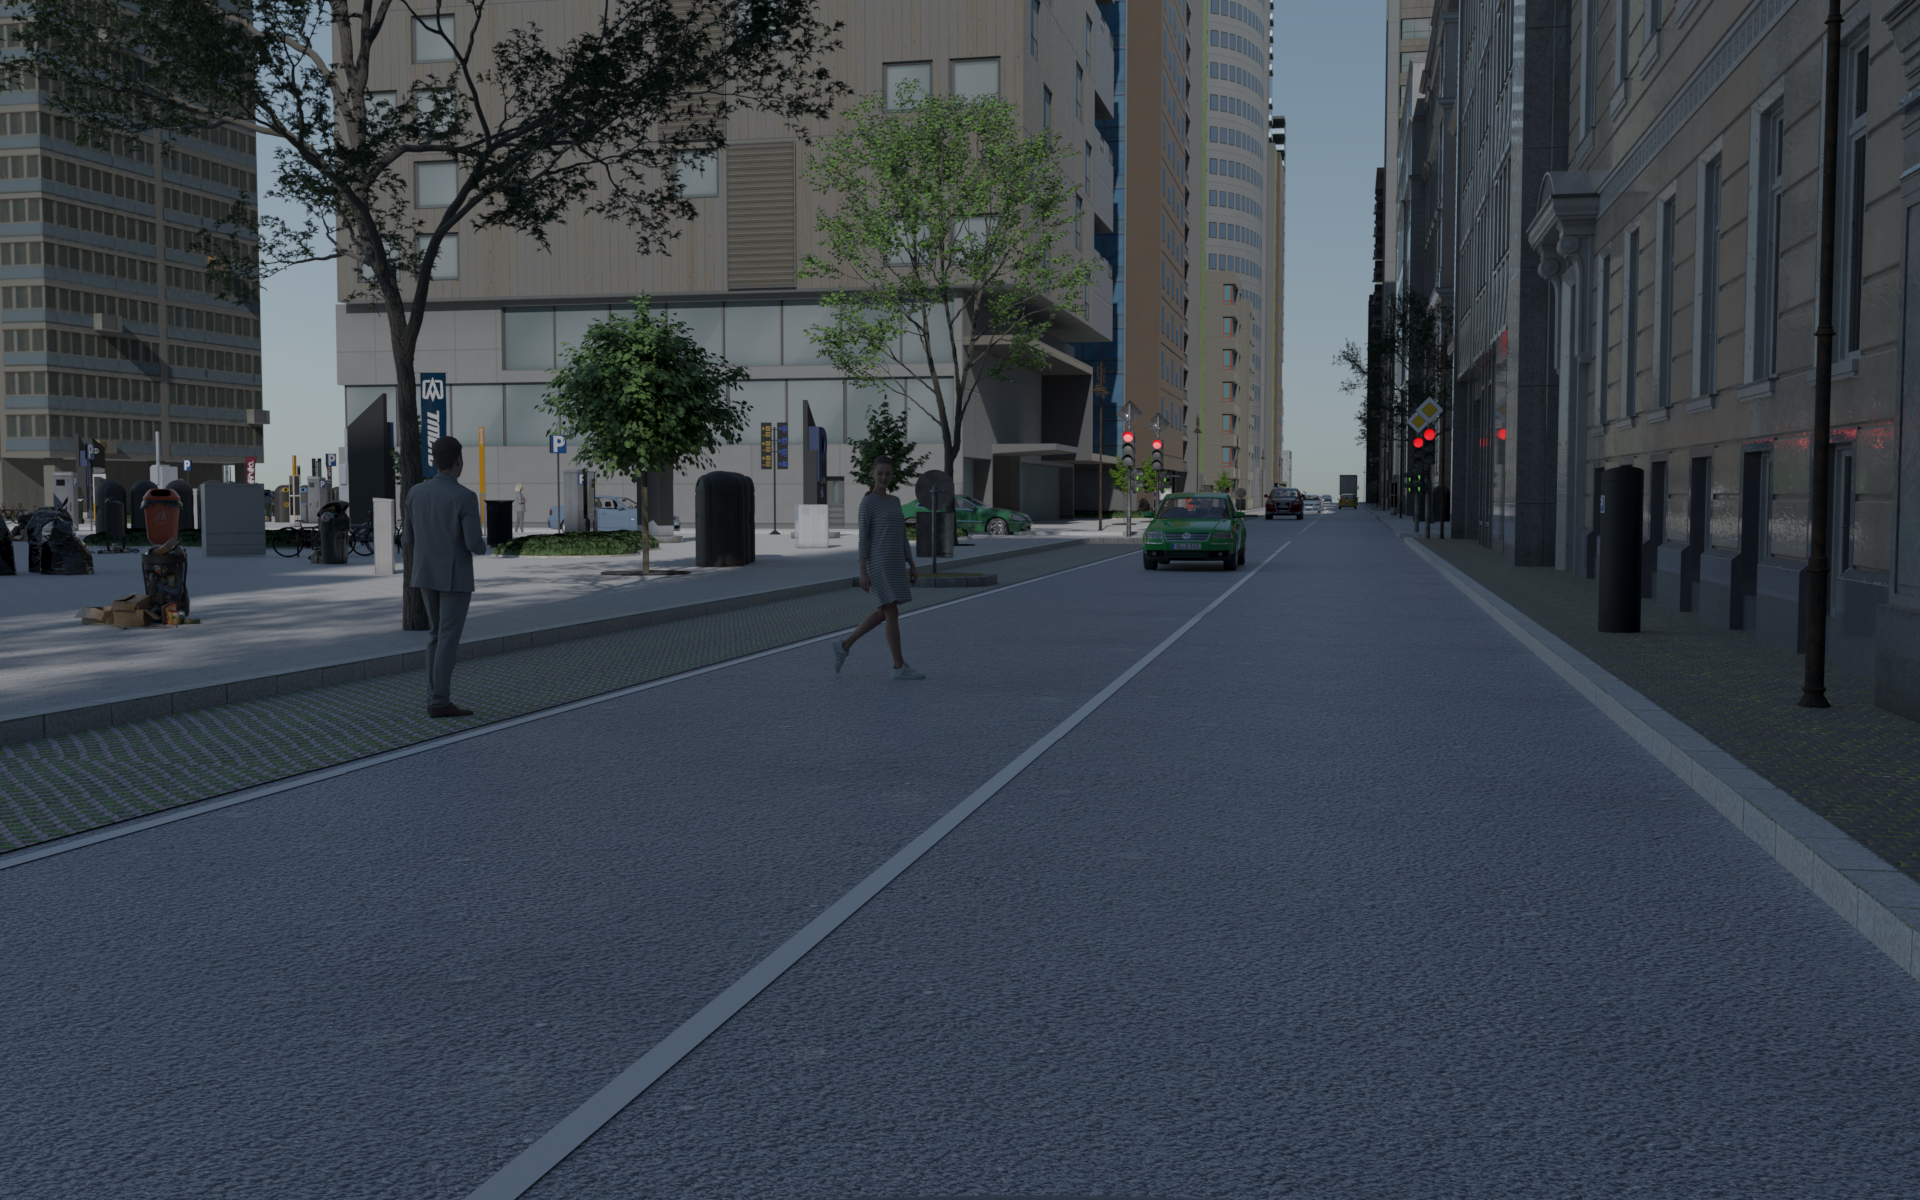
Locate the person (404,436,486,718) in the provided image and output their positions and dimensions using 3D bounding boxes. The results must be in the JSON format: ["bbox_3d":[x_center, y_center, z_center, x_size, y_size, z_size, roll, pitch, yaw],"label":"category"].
[{"bbox_3d":[-3.256,-0.152,11.178,0.606,1.804,0.583,1,4,20],"label":"person"}]

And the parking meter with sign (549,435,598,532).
[{"bbox_3d":[-11.182,-3.308,50.353,1.738,3.016,0.543,3,5,42],"label":"parking meter with sign"}]

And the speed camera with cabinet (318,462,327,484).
[{"bbox_3d":[-39.242,-6.820,105.844,0.660,3.252,2.038,0,4,5],"label":"speed camera with cabinet"}]

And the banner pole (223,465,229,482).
[{"bbox_3d":[-53.323,-8.305,125.800,0.863,3.779,0.401,3,4,37],"label":"banner pole"}]

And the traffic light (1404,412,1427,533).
[{"bbox_3d":[15.225,-4.206,57.688,0.839,4.253,0.868,1,4,13],"label":"traffic light"}]

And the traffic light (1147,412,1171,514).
[{"bbox_3d":[6.817,-4.320,59.548,0.839,4.253,0.868,1,4,13],"label":"traffic light"}]

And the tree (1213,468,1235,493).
[{"bbox_3d":[19.369,-8.112,127.226,1.663,3.219,1.824,0,3,0],"label":"tree"}]

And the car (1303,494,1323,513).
[{"bbox_3d":[26.360,-7.255,130.629,2.014,1.417,4.499,1,4,13],"label":"car"}]

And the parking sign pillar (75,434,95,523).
[{"bbox_3d":[-39.430,-5.486,78.175,1.447,3.967,1.447,0,4,-8],"label":"parking sign pillar"}]

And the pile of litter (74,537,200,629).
[{"bbox_3d":[-8.121,-0.193,17.122,1.176,0.858,1.719,-1,4,-15],"label":"pile of litter"}]

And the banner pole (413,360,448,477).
[{"bbox_3d":[-9.688,-2.531,31.394,0.863,3.779,0.401,0,4,-1],"label":"banner pole"}]

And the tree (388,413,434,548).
[{"bbox_3d":[-12.833,-2.869,41.512,1.663,3.219,1.824,0,3,0],"label":"tree"}]

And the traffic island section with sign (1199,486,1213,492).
[{"bbox_3d":[11.510,-4.414,80.798,1.989,1.847,2.006,1,4,13],"label":"traffic island section with sign"}]

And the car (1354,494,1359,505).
[{"bbox_3d":[51.862,-13.331,229.763,2.131,1.459,4.920,1,4,14],"label":"car"}]

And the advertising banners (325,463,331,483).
[{"bbox_3d":[-35.059,-6.199,97.549,0.090,3.025,2.074,1,4,17],"label":"advertising banners"}]

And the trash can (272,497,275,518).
[{"bbox_3d":[-37.174,-5.065,94.470,0.748,1.137,0.748,0,3,0],"label":"trash can"}]

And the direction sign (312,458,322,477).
[{"bbox_3d":[-40.585,-7.177,109.337,0.876,3.537,0.379,2,4,30],"label":"direction sign"}]

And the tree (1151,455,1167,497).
[{"bbox_3d":[8.501,-5.116,78.241,1.663,3.219,1.824,0,3,0],"label":"tree"}]

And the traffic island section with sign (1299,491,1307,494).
[{"bbox_3d":[52.606,-15.632,264.202,1.989,1.847,2.006,1,4,13],"label":"traffic island section with sign"}]

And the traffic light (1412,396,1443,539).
[{"bbox_3d":[13.479,-3.729,49.895,0.839,4.253,0.868,1,4,13],"label":"traffic light"}]

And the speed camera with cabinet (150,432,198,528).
[{"bbox_3d":[-24.763,-3.696,54.763,2.038,3.252,0.660,2,4,34],"label":"speed camera with cabinet"}]

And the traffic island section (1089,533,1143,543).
[{"bbox_3d":[5.035,-1.811,51.899,2.009,0.180,2.903,1,4,13],"label":"traffic island section"}]

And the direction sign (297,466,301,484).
[{"bbox_3d":[-52.764,-8.947,138.279,0.379,3.537,0.876,0,4,-6],"label":"direction sign"}]

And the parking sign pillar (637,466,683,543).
[{"bbox_3d":[-8.044,-3.495,45.615,1.447,3.967,1.447,-3,4,-37],"label":"parking sign pillar"}]

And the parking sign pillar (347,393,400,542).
[{"bbox_3d":[-15.872,-3.563,46.723,1.447,3.967,1.447,2,4,25],"label":"parking sign pillar"}]

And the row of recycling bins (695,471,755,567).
[{"bbox_3d":[-4.313,-1.527,32.083,1.069,1.692,3.534,0,4,-4],"label":"row of recycling bins"}]

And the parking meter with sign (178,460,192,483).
[{"bbox_3d":[-39.707,-5.583,87.544,0.543,3.016,1.738,2,4,27],"label":"parking meter with sign"}]

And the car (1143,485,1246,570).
[{"bbox_3d":[4.644,-1.542,34.011,1.959,1.807,4.718,1,4,12],"label":"car"}]

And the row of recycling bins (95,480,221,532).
[{"bbox_3d":[-23.076,-2.633,50.170,3.534,1.692,1.069,-2,4,-31],"label":"row of recycling bins"}]

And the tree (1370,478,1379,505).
[{"bbox_3d":[51.183,-13.359,213.026,1.663,3.219,1.824,0,3,0],"label":"tree"}]

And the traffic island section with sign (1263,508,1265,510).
[{"bbox_3d":[28.387,-9.020,156.102,1.989,1.847,2.006,1,4,13],"label":"traffic island section with sign"}]

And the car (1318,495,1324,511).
[{"bbox_3d":[29.757,-8.199,146.423,2.083,1.381,4.827,1,4,15],"label":"car"}]

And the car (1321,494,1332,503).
[{"bbox_3d":[60.102,-16.619,284.079,2.083,1.381,4.827,1,4,12],"label":"car"}]

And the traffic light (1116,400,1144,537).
[{"bbox_3d":[5.071,-3.843,51.756,0.839,4.253,0.868,1,4,13],"label":"traffic light"}]

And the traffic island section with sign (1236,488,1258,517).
[{"bbox_3d":[17.494,-6.046,107.485,1.989,1.847,2.006,1,4,13],"label":"traffic island section with sign"}]

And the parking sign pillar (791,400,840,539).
[{"bbox_3d":[-4.199,-3.777,50.222,1.447,3.967,1.447,1,4,8],"label":"parking sign pillar"}]

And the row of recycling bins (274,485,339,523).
[{"bbox_3d":[-29.189,-4.355,78.322,3.534,1.692,1.069,0,4,-5],"label":"row of recycling bins"}]

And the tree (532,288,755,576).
[{"bbox_3d":[-5.134,-2.695,27.778,4.285,4.588,4.351,0,3,0],"label":"tree"}]

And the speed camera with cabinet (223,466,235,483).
[{"bbox_3d":[-52.800,-7.913,123.721,2.038,3.252,0.660,1,4,18],"label":"speed camera with cabinet"}]

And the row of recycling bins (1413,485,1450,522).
[{"bbox_3d":[22.755,-4.465,80.112,3.534,1.692,1.069,2,4,25],"label":"row of recycling bins"}]

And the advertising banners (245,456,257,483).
[{"bbox_3d":[-33.600,-5.141,80.247,2.074,3.025,0.090,-3,4,-38],"label":"advertising banners"}]

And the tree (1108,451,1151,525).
[{"bbox_3d":[6.946,-4.719,71.753,1.663,3.219,1.824,0,3,0],"label":"tree"}]

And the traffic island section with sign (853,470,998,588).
[{"bbox_3d":[-0.471,-1.142,27.293,1.989,1.847,2.006,1,4,13],"label":"traffic island section with sign"}]

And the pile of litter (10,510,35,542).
[{"bbox_3d":[-25.529,-2.023,47.033,1.719,0.858,1.176,2,4,34],"label":"pile of litter"}]

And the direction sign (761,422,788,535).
[{"bbox_3d":[-5.859,-3.838,54.745,0.876,3.537,0.379,1,4,10],"label":"direction sign"}]

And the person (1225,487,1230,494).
[{"bbox_3d":[15.193,-5.558,99.214,0.795,1.843,0.661,1,4,16],"label":"person"}]

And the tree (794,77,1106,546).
[{"bbox_3d":[-0.221,-7.158,42.787,9.928,11.665,9.643,0,3,0],"label":"tree"}]

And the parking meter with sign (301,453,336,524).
[{"bbox_3d":[-27.762,-4.802,74.768,1.738,3.016,0.543,2,4,24],"label":"parking meter with sign"}]

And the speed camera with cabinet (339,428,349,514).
[{"bbox_3d":[-17.844,-3.522,51.919,2.038,3.252,0.660,3,5,41],"label":"speed camera with cabinet"}]

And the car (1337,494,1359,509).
[{"bbox_3d":[37.136,-9.518,165.842,2.015,1.641,3.980,1,4,14],"label":"car"}]

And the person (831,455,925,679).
[{"bbox_3d":[-0.644,-0.257,13.455,0.760,1.731,0.466,0,4,6],"label":"person"}]

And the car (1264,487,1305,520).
[{"bbox_3d":[18.412,-5.474,98.172,2.281,1.827,5.304,1,4,13],"label":"car"}]

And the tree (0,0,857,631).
[{"bbox_3d":[-5.105,-5.015,16.403,8.767,10.594,7.601,0,4,0],"label":"tree"}]

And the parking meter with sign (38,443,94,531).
[{"bbox_3d":[-30.839,-3.879,59.690,1.738,3.016,0.543,0,4,-6],"label":"parking meter with sign"}]

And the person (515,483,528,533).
[{"bbox_3d":[-14.709,-3.025,58.149,0.526,1.800,0.537,0,4,-4],"label":"person"}]

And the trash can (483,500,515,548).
[{"bbox_3d":[-10.994,-1.817,41.360,0.748,1.137,0.748,0,3,0],"label":"trash can"}]

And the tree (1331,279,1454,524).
[{"bbox_3d":[20.281,-8.620,75.357,7.601,10.594,8.767,3,4,37],"label":"tree"}]

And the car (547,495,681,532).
[{"bbox_3d":[-11.693,-2.856,58.695,4.499,1.417,2.014,1,4,11],"label":"car"}]

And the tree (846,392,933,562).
[{"bbox_3d":[-1.313,-2.347,32.973,1.663,3.219,1.824,0,3,0],"label":"tree"}]

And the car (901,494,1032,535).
[{"bbox_3d":[-0.047,-2.784,57.314,4.920,1.459,2.131,1,4,11],"label":"car"}]
